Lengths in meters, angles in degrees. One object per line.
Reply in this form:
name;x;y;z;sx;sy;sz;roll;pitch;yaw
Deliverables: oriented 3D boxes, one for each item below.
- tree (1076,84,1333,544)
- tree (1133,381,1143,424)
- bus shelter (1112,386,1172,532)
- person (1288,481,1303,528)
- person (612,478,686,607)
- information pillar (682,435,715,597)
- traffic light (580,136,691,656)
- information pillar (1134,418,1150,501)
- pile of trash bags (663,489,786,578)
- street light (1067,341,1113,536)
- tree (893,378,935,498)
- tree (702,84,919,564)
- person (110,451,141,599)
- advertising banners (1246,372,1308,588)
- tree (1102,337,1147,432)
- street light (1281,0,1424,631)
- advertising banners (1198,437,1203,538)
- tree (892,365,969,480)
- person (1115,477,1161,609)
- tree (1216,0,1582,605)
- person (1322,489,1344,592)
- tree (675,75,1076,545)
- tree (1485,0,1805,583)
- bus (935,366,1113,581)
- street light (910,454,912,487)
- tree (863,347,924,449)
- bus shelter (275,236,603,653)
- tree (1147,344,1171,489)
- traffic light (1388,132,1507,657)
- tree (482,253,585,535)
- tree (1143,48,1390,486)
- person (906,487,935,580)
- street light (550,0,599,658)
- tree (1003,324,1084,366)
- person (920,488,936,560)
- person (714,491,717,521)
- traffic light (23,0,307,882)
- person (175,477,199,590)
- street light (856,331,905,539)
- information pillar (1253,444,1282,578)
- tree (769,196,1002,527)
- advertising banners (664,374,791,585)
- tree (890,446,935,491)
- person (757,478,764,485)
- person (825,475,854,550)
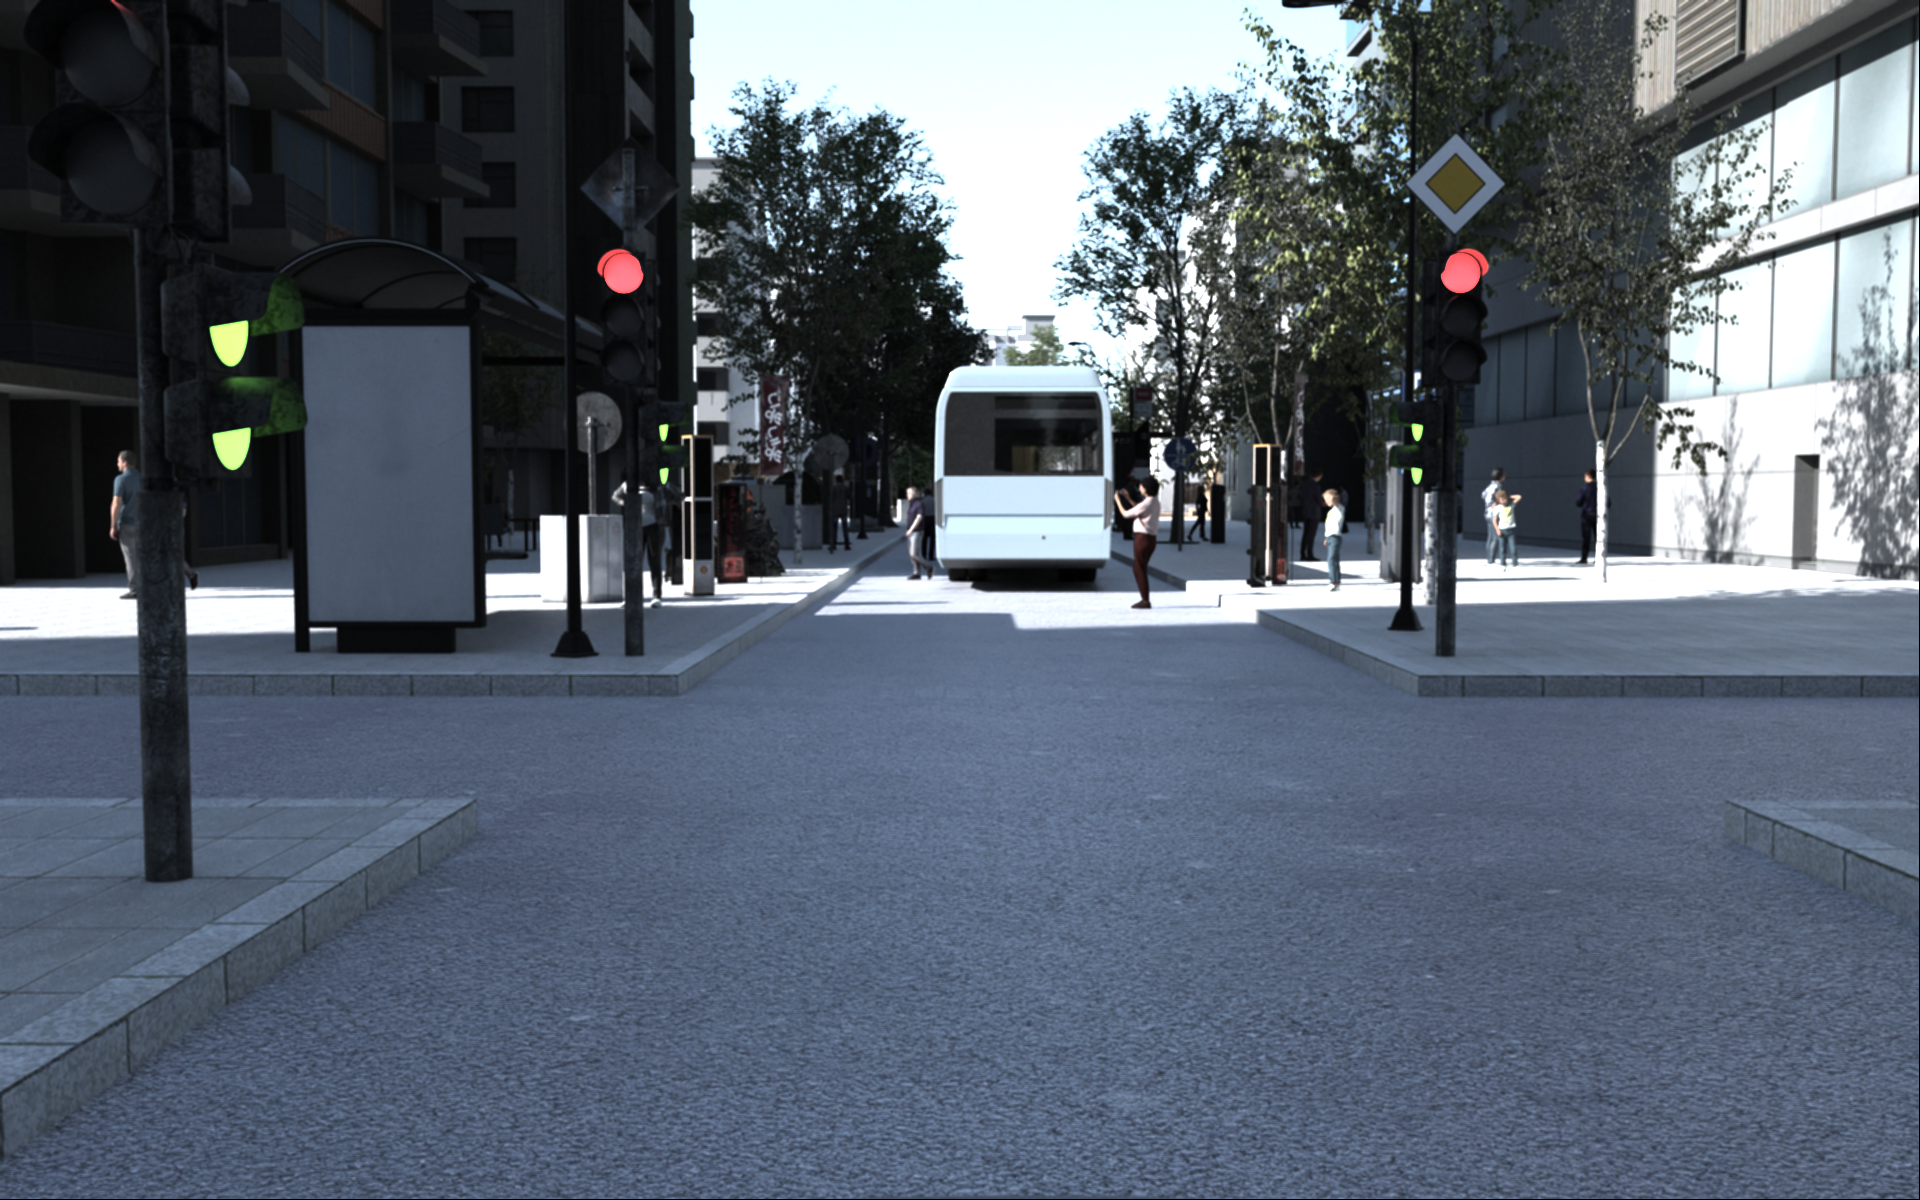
tree;5.716;-7.257;44.406;9.928;11.665;9.643;0;3;0
tree;9.361;-7.534;73.545;4.360;8.622;3.978;0;3;0
bus shelter;6.111;-5.179;62.304;2.179;5.291;8.768;0;4;1
person;12.718;-3.571;64.967;0.750;1.759;0.617;-2;4;-30
person;-3.559;-0.789;19.669;0.841;1.734;0.376;0;4;5
information pillar;-3.288;-1.057;21.766;0.304;2.012;0.304;-2;4;-33
traffic light;-2.570;-1.513;13.651;0.839;4.253;0.868;0;4;0
information pillar;5.638;-3.804;53.548;0.504;3.616;0.183;2;4;30
pile of trash bags;-3.733;-1.123;28.112;1.912;1.369;3.447;0;4;-1
street light;3.966;-4.911;52.837;1.470;5.913;1.316;0;4;0
tree;-1.810;-13.764;143.166;7.486;12.596;7.792;0;3;0
tree;-2.985;-4.989;31.933;4.360;8.622;3.978;0;3;0
person;-10.126;-0.919;21.204;0.434;1.807;0.598;3;4;38
advertising banners;4.509;-1.728;24.441;0.090;3.025;2.074;2;4;33
tree;7.966;-7.940;80.185;4.737;8.622;4.395;0;3;0
street light;3.678;-2.671;16.219;1.470;5.913;1.316;0;4;0
advertising banners;7.083;-3.348;50.931;0.090;3.025;2.074;0;4;5
tree;-2.406;-15.204;155.237;9.857;13.997;8.962;0;3;0
person;2.234;-0.720;21.727;0.517;1.644;0.566;-1;4;-16
tree;5.209;-4.244;19.751;4.737;8.622;4.395;0;3;0
person;4.917;-0.793;22.912;0.340;1.345;0.435;-1;4;-8
tree;-3.484;-7.225;43.888;9.928;11.665;9.643;0;3;0
tree;9.242;-4.532;24.454;4.360;8.622;3.978;0;3;0
bus;1.116;-2.246;31.577;2.948;3.499;13.247;0;4;2
street light;-1.884;-6.898;85.331;1.470;5.913;1.316;0;4;0
tree;-3.178;-8.813;78.506;8.767;10.594;7.601;0;4;6
bus shelter;-4.611;-1.375;16.404;2.014;3.302;5.546;0;4;0
tree;9.683;-7.081;66.134;4.737;8.622;4.395;0;3;0
traffic light;3.831;-1.511;13.623;0.839;4.253;0.868;0;4;0
tree;-13.886;-6.323;53.739;4.737;8.622;4.395;0;3;0
tree;5.413;-4.831;29.350;4.360;8.622;3.978;0;3;0
person;-0.683;-1.103;28.740;0.471;1.553;0.569;1;4;15
street light;-2.514;-2.508;13.542;1.470;5.913;1.316;0;4;0
tree;5.493;-12.074;115.532;7.486;12.596;7.792;0;3;0
person;-0.721;-1.647;37.633;0.614;1.554;0.590;0;4;5
person;-11.806;-4.626;82.367;0.565;1.739;0.600;1;4;20
traffic light;-2.626;-1.024;5.667;0.839;4.253;0.868;0;4;0
person;-10.357;-0.899;22.956;0.471;1.553;0.569;-1;4;-23
street light;-2.246;-4.692;49.252;1.470;5.913;1.316;0;4;0
information pillar;4.563;-1.300;25.746;0.304;2.012;0.304;-3;5;-43
tree;-2.815;-9.169;66.922;9.611;12.733;9.660;0;3;0
advertising banners;-3.311;-1.757;24.911;2.074;3.025;0.090;-3;4;-37
tree;-2.919;-7.664;109.025;4.285;4.588;4.351;0;3;0
person;-5.387;-2.415;46.474;0.756;1.711;0.436;-2;4;-28
person;-2.771;-2.008;39.697;0.655;1.722;0.431;-1;4;-10
